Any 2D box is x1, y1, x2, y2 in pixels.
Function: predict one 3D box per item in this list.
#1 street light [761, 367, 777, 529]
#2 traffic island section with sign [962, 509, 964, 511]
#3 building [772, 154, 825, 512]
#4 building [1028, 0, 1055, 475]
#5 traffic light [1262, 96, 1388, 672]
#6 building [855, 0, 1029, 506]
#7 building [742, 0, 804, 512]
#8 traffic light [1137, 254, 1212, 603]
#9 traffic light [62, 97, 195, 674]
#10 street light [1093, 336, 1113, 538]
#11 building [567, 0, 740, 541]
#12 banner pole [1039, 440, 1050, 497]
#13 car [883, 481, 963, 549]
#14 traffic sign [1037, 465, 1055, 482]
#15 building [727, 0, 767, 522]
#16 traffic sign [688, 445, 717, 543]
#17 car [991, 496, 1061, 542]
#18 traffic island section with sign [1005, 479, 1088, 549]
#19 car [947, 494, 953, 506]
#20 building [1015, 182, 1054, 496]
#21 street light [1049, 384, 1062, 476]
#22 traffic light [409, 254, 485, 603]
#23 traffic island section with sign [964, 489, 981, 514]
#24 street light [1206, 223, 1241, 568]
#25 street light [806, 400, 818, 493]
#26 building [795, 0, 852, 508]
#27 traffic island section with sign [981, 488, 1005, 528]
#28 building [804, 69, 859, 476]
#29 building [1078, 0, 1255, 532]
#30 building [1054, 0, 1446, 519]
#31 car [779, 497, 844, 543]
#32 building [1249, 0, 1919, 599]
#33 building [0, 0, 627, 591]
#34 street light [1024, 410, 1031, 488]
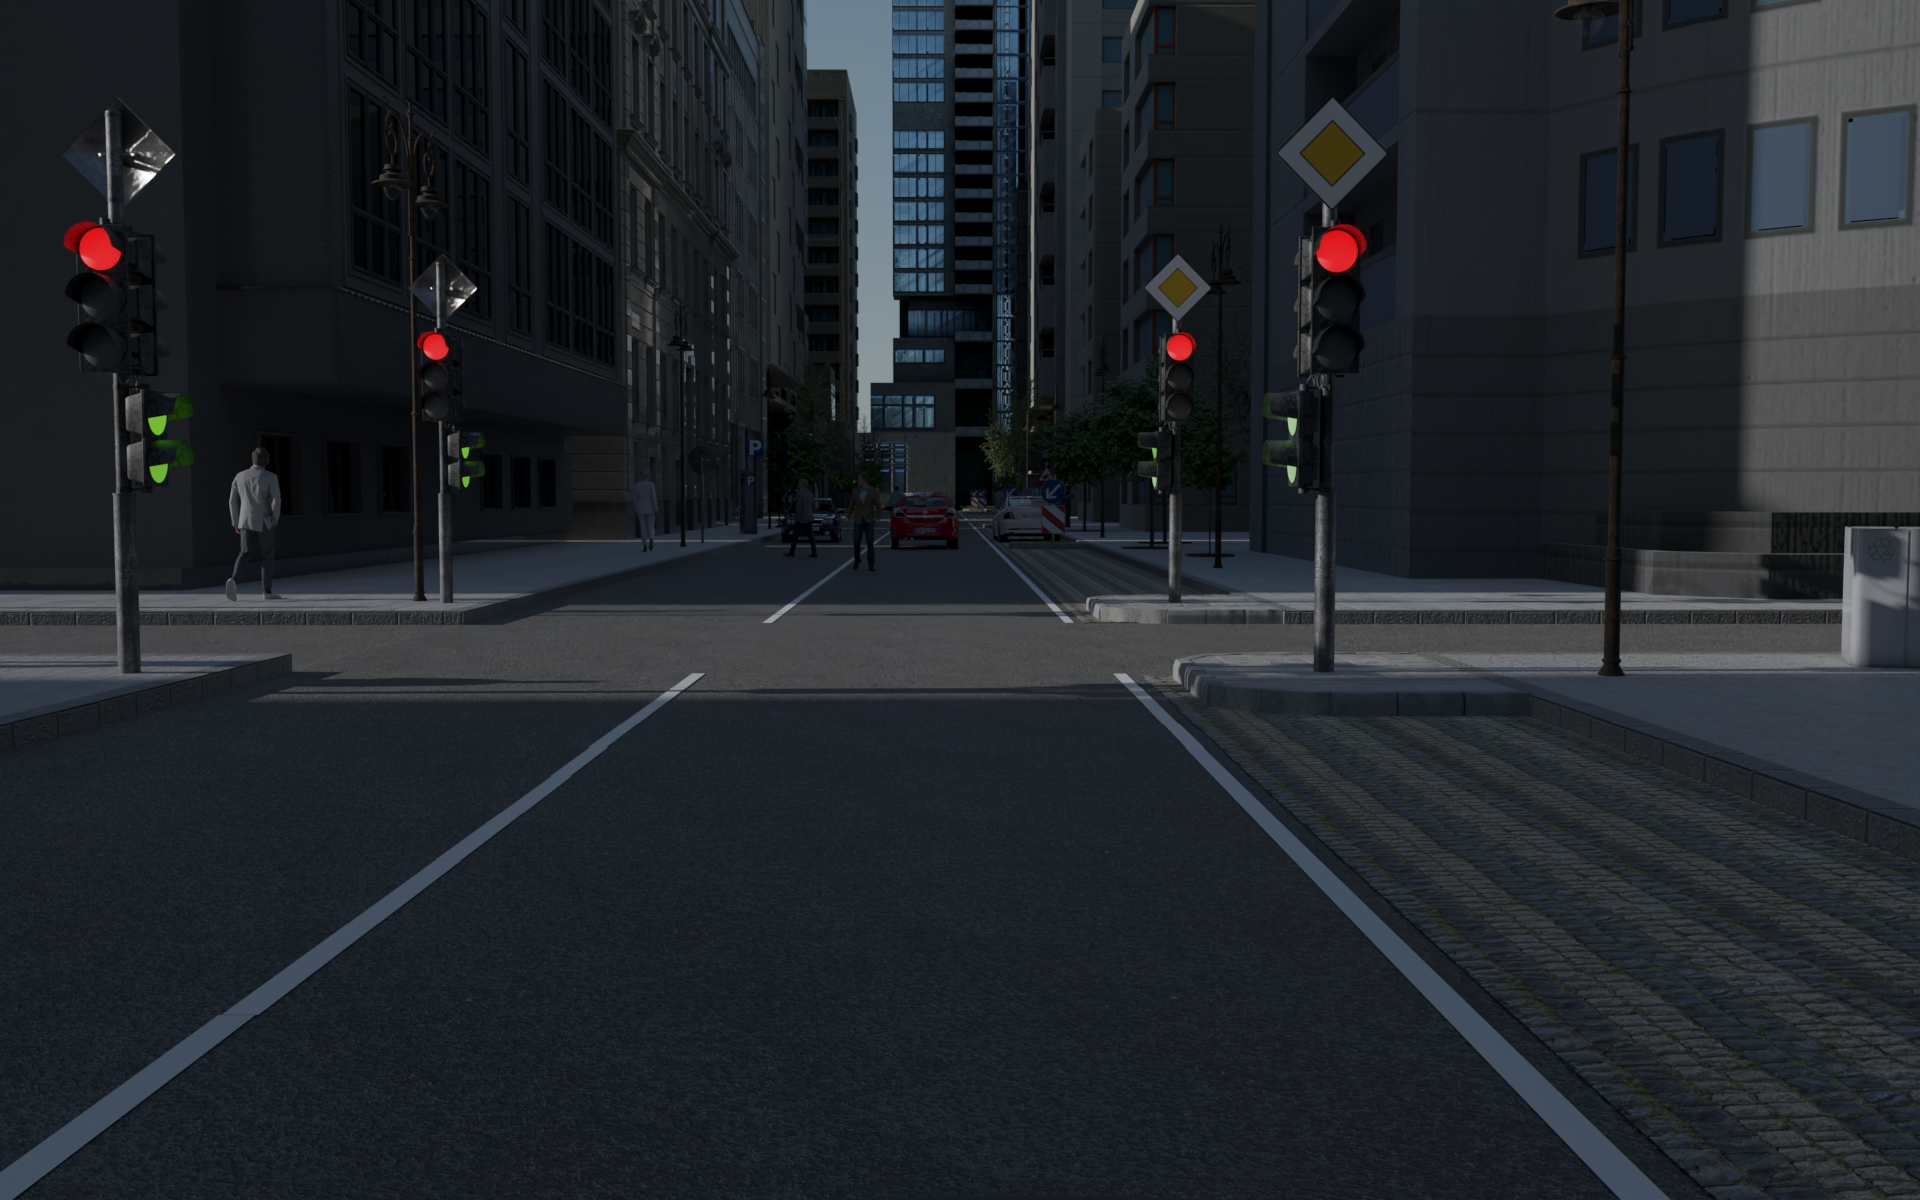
[{"bbox_3d":[-6.984,-5.542,63.398,0.468,5.910,1.993,0,4,-1],"label":"street light"},{"bbox_3d":[1.156,-8.618,149.527,1.989,1.847,2.006,0,4,-1],"label":"traffic island section with sign"},{"bbox_3d":[-20.918,-42.414,131.728,20.563,71.187,20.611,0,4,-1],"label":"building"},{"bbox_3d":[19.559,-33.715,140.473,28.713,52.752,27.495,0,4,-1],"label":"building"},{"bbox_3d":[2.616,-1.438,12.425,0.839,4.253,0.868,0,4,-1],"label":"traffic light"},{"bbox_3d":[4.391,-53.660,190.017,31.000,86.520,22.319,0,4,-1],"label":"building"},{"bbox_3d":[-24.086,-31.744,108.247,28.713,52.752,27.495,0,4,-1],"label":"building"},{"bbox_3d":[2.528,-1.926,20.410,0.839,4.253,0.868,0,4,-1],"label":"traffic light"},{"bbox_3d":[-5.944,-1.431,12.315,0.839,4.253,0.868,0,4,-1],"label":"traffic light"},{"bbox_3d":[4.208,-4.782,50.971,0.468,5.910,1.993,0,4,-1],"label":"street light"},{"bbox_3d":[-14.965,-16.006,58.960,12.463,27.353,25.104,0,4,-1],"label":"building"},{"bbox_3d":[3.896,-5.548,80.727,0.863,3.779,0.401,3,5,42],"label":"banner pole"},{"bbox_3d":[-0.985,-2.295,46.559,2.155,1.783,4.494,0,4,-2],"label":"car"},{"bbox_3d":[3.805,-4.661,76.213,0.884,2.594,0.081,0,4,1],"label":"traffic sign"},{"bbox_3d":[-16.185,-16.132,81.786,12.078,24.808,19.932,0,4,-1],"label":"building"},{"bbox_3d":[-6.738,-2.762,45.261,0.768,2.556,0.104,0,4,6],"label":"traffic sign"},{"bbox_3d":[2.006,-2.459,52.573,2.083,1.381,4.827,0,4,-2],"label":"car"},{"bbox_3d":[2.295,-2.263,45.623,1.989,1.847,2.006,0,4,-1],"label":"traffic island section with sign"},{"bbox_3d":[-1.376,-6.002,106.923,1.959,1.807,4.718,0,4,-2],"label":"car"},{"bbox_3d":[12.078,-23.907,162.576,14.160,30.474,14.107,0,4,-1],"label":"building"},{"bbox_3d":[4.022,-6.119,72.841,0.468,5.910,1.993,0,4,-1],"label":"street light"},{"bbox_3d":[-6.033,-1.919,20.299,0.839,4.253,0.868,0,4,-1],"label":"traffic light"},{"bbox_3d":[1.438,-6.969,122.573,1.989,1.847,2.006,0,4,-1],"label":"traffic island section with sign"},{"bbox_3d":[4.470,-3.489,29.833,0.468,5.910,1.993,0,4,-1],"label":"street light"},{"bbox_3d":[-7.256,-6.872,85.152,0.468,5.910,1.993,0,4,-1],"label":"street light"},{"bbox_3d":[-25.962,-51.623,156.714,31.000,86.520,22.319,0,4,-1],"label":"building"},{"bbox_3d":[1.990,-3.911,72.577,1.989,1.847,2.006,0,4,-1],"label":"traffic island section with sign"},{"bbox_3d":[-22.283,-34.661,190.401,21.600,48.544,21.300,0,4,-1],"label":"building"},{"bbox_3d":[19.929,-13.911,72.482,27.650,21.520,28.899,0,4,-1],"label":"building"},{"bbox_3d":[16.667,-34.882,112.319,21.231,58.520,28.212,0,4,-1],"label":"building"},{"bbox_3d":[-4.461,-2.431,52.323,1.945,1.354,3.894,0,4,-2],"label":"car"},{"bbox_3d":[20.740,-29.789,29.056,28.212,58.520,21.231,0,4,-1],"label":"building"},{"bbox_3d":[-15.791,-14.707,33.967,14.314,27.812,24.014,0,4,-1],"label":"building"},{"bbox_3d":[3.707,-7.488,95.223,0.468,5.910,1.993,0,4,-1],"label":"street light"}]
